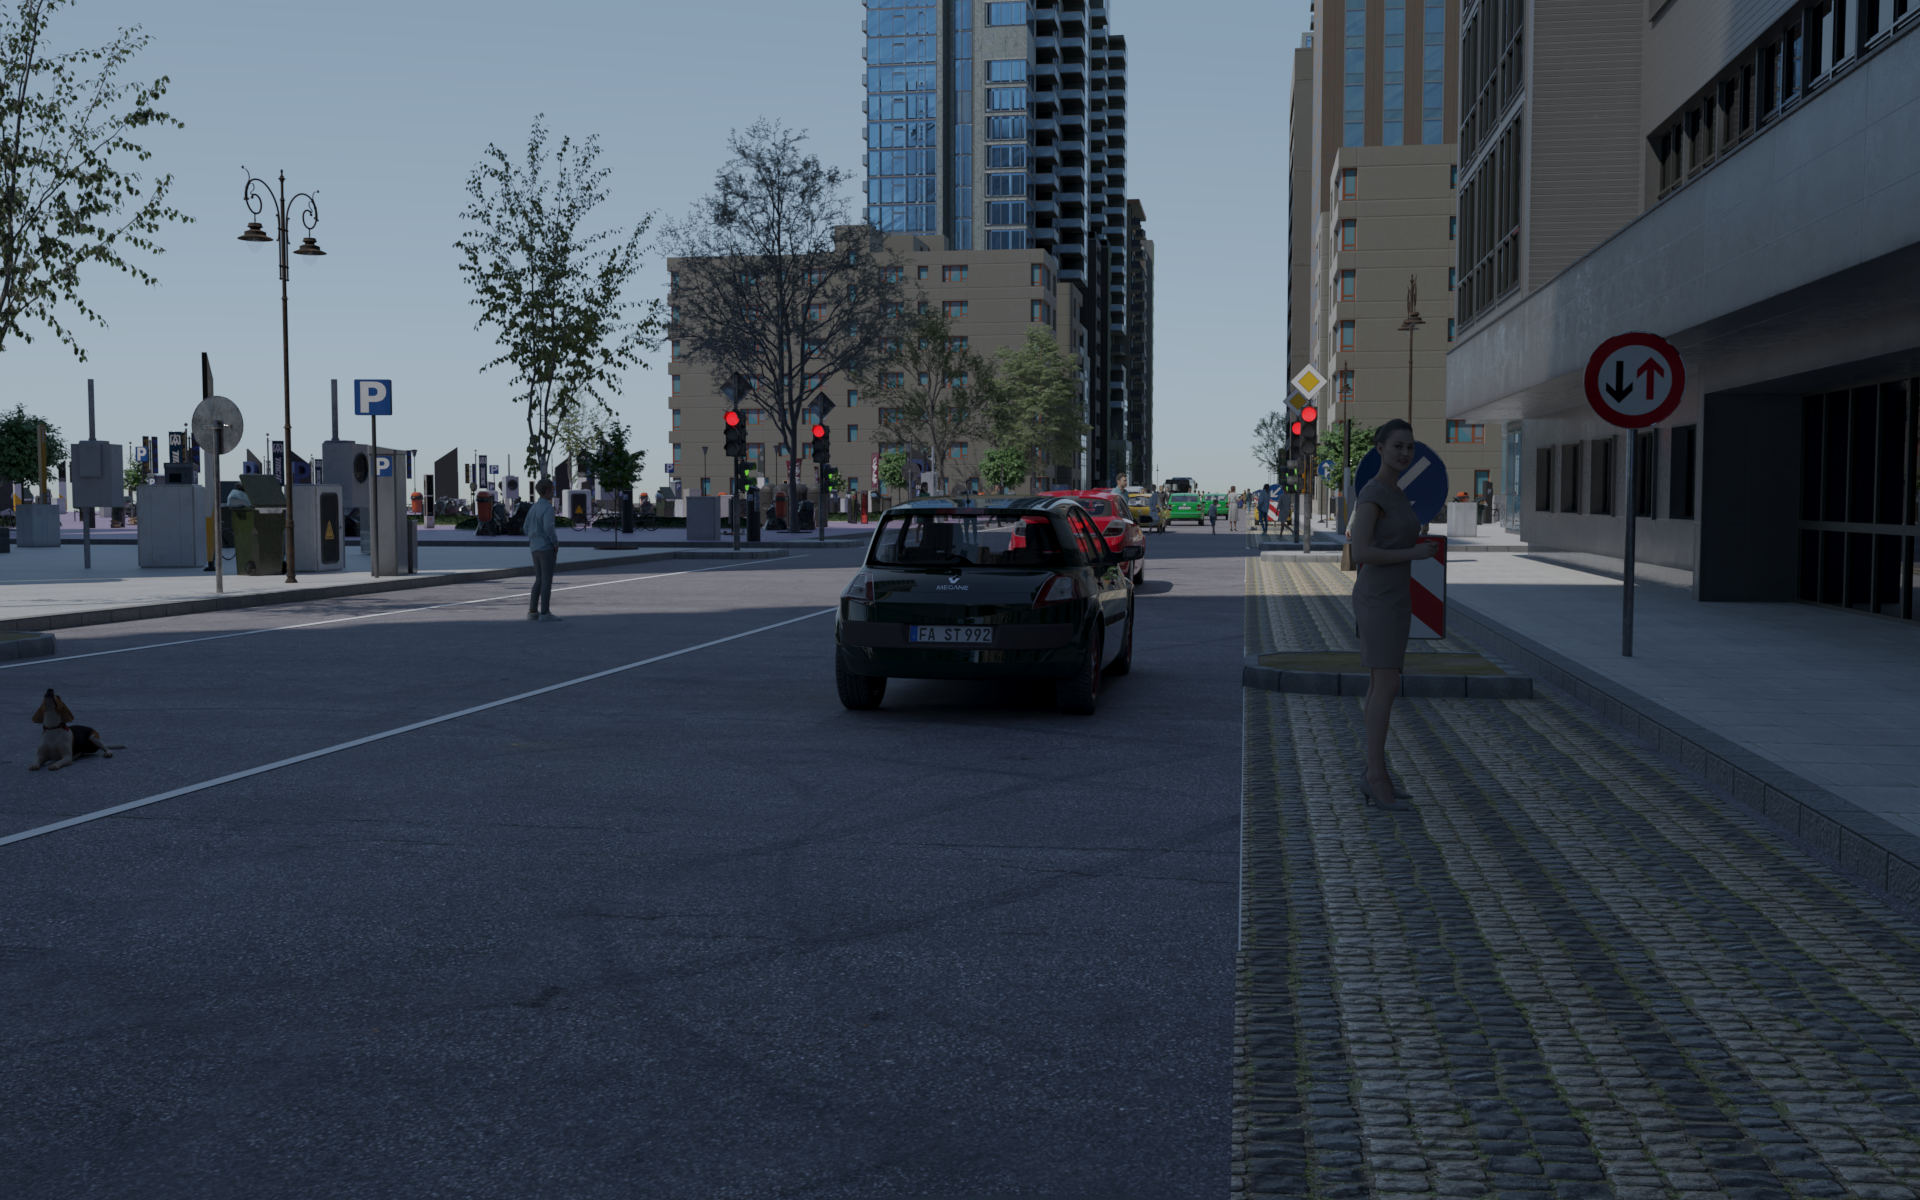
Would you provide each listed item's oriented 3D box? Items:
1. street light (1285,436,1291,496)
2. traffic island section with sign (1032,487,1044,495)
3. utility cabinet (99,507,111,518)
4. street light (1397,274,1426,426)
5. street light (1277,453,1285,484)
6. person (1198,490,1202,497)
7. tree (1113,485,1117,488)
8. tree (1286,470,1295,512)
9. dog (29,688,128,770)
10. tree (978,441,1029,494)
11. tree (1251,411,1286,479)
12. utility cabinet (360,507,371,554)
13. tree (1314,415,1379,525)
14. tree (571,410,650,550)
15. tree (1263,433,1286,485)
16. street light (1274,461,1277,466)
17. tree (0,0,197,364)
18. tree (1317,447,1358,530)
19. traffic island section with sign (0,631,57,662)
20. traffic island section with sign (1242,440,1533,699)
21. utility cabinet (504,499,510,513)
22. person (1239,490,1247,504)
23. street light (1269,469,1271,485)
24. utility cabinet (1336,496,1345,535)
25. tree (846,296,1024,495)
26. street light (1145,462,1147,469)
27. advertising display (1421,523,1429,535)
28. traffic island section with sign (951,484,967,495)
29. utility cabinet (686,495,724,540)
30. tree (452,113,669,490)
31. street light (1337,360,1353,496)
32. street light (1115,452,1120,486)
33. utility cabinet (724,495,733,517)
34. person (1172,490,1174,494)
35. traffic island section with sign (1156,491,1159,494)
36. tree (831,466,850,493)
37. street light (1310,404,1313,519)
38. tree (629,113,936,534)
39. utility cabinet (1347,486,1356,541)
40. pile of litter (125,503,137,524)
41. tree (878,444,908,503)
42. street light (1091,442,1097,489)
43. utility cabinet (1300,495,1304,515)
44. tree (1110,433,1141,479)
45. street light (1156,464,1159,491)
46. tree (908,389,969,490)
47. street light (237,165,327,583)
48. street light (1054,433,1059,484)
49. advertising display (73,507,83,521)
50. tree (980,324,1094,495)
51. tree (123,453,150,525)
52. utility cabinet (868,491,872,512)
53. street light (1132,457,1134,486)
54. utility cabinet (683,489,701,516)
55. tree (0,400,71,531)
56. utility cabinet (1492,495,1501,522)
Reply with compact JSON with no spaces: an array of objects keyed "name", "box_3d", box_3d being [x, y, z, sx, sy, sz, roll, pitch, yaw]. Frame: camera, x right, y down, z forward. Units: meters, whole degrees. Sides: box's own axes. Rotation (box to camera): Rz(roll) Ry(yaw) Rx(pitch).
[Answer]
[{"name":"street light","box_3d":[25.795,-9.932,135.170,0.468,5.910,1.993,1,4,9]},{"name":"traffic island section with sign","box_3d":[4.354,-5.378,96.566,1.989,1.847,2.006,1,4,9]},{"name":"utility cabinet","box_3d":[-46.632,-5.097,94.496,0.306,1.237,1.020,0,4,-5]},{"name":"street light","box_3d":[9.508,-3.903,36.597,0.468,5.910,1.993,1,4,9]},{"name":"street light","box_3d":[30.584,-11.704,164.143,0.468,5.910,1.993,1,4,9]},{"name":"person","box_3d":[19.825,-8.266,144.364,0.721,1.735,1.217,-3,4,-36]},{"name":"tree","box_3d":[17.918,-12.141,193.108,1.663,3.219,1.824,0,3,0]},{"name":"tree","box_3d":[27.059,-9.026,142.173,1.663,3.219,1.824,0,3,0]},{"name":"dog","box_3d":[-4.738,0.663,9.348,0.550,0.427,0.748,3,4,36]},{"name":"tree","box_3d":[2.673,-7.422,105.058,4.285,4.588,4.351,0,3,0]},{"name":"tree","box_3d":[38.934,-17.340,209.259,9.928,11.665,9.643,0,3,0]},{"name":"utility cabinet","box_3d":[-12.336,-1.703,36.524,0.318,1.500,1.173,-3,4,-36]},{"name":"tree","box_3d":[16.168,-5.379,71.667,4.285,4.588,4.351,0,3,0]},{"name":"tree","box_3d":[-7.889,-2.776,39.982,1.663,3.219,1.824,0,3,0]},{"name":"tree","box_3d":[37.840,-15.398,202.123,4.737,8.622,4.395,0,3,0]},{"name":"street light","box_3d":[35.542,-13.528,193.973,0.468,5.910,1.993,1,4,9]},{"name":"tree","box_3d":[-11.052,-4.234,19.591,4.360,8.622,3.978,0,3,0]},{"name":"tree","box_3d":[13.920,-4.139,62.269,1.663,3.219,1.824,0,3,0]},{"name":"traffic island section with sign","box_3d":[-9.147,-0.398,15.127,1.989,1.847,2.006,1,4,9]},{"name":"traffic island section with sign","box_3d":[3.151,-0.273,13.088,1.989,1.847,2.006,1,4,9]},{"name":"utility cabinet","box_3d":[-29.500,-6.368,112.798,0.318,1.500,1.173,-1,4,-18]},{"name":"person","box_3d":[26.045,-9.156,158.287,1.348,1.812,0.705,-2,4,-25]},{"name":"street light","box_3d":[39.461,-14.975,217.632,0.468,5.910,1.993,1,4,9]},{"name":"utility cabinet","box_3d":[12.123,-2.687,55.093,0.306,1.237,1.020,1,4,9]},{"name":"tree","box_3d":[-0.848,-8.967,81.019,8.767,10.594,7.601,-2,4,-31]},{"name":"street light","box_3d":[25.158,-15.997,234.342,0.468,5.910,1.993,1,4,9]},{"name":"advertising display","box_3d":[8.751,-1.677,32.629,0.123,1.923,0.974,1,4,12]},{"name":"traffic island section with sign","box_3d":[-0.049,-3.752,69.971,1.989,1.847,2.006,1,4,9]},{"name":"utility cabinet","box_3d":[-7.168,-2.279,48.421,1.020,1.237,0.306,2,4,32]},{"name":"tree","box_3d":[-8.162,-5.154,34.627,4.737,8.622,4.395,0,3,0]},{"name":"street light","box_3d":[13.275,-5.322,59.795,0.468,5.910,1.993,1,4,9]},{"name":"street light","box_3d":[16.697,-12.879,183.351,0.468,5.910,1.993,1,4,9]},{"name":"utility cabinet","box_3d":[-12.441,-5.052,93.761,1.020,1.237,0.306,0,4,-7]},{"name":"person","box_3d":[16.170,-7.535,132.235,0.617,1.759,0.750,-2,4,-28]},{"name":"traffic island section with sign","box_3d":[26.040,-13.385,227.475,1.989,1.847,2.006,1,4,9]},{"name":"tree","box_3d":[-8.342,-7.568,118.345,1.663,3.219,1.824,0,3,0]},{"name":"street light","box_3d":[18.138,-7.130,89.364,0.468,5.910,1.993,1,4,9]},{"name":"tree","box_3d":[-5.563,-8.940,56.532,12.009,13.543,11.850,0,3,0]},{"name":"utility cabinet","box_3d":[10.698,-2.329,46.751,0.318,1.500,1.173,1,4,21]},{"name":"pile of litter","box_3d":[-35.678,-3.756,75.370,1.176,0.858,1.719,1,4,21]},{"name":"tree","box_3d":[-3.865,-7.833,111.777,4.285,4.588,4.351,0,3,0]},{"name":"street light","box_3d":[11.857,-11.087,154.055,0.468,5.910,1.993,1,4,9]},{"name":"utility cabinet","box_3d":[20.960,-5.802,106.028,1.020,1.237,0.306,1,4,14]},{"name":"tree","box_3d":[18.425,-15.152,198.092,4.360,8.622,3.978,0,3,0]},{"name":"street light","box_3d":[30.012,-17.769,263.305,0.468,5.910,1.993,1,4,9]},{"name":"tree","box_3d":[-1.526,-10.418,120.701,4.360,8.622,3.978,0,3,0]},{"name":"street light","box_3d":[-9.649,-3.182,24.816,0.468,5.910,1.993,1,4,9]},{"name":"street light","box_3d":[6.818,-9.249,124.009,0.468,5.910,1.993,1,4,9]},{"name":"advertising display","box_3d":[-41.172,-4.655,81.318,0.974,1.923,0.123,0,4,5]},{"name":"tree","box_3d":[5.045,-12.077,115.593,7.486,12.596,7.792,0,3,0]},{"name":"tree","box_3d":[-33.746,-4.698,71.419,1.663,3.219,1.824,0,3,0]},{"name":"utility cabinet","box_3d":[-6.007,-6.583,116.317,0.318,1.500,1.173,-2,4,-27]},{"name":"street light","box_3d":[20.467,-14.224,205.352,0.468,5.910,1.993,1,4,9]},{"name":"utility cabinet","box_3d":[-11.162,-3.881,72.137,0.318,1.500,1.173,1,4,15]},{"name":"tree","box_3d":[-32.880,-4.717,60.834,4.285,4.588,4.351,0,3,0]},{"name":"utility cabinet","box_3d":[25.031,-4.247,80.599,1.020,1.237,0.306,-3,5,-40]}]
